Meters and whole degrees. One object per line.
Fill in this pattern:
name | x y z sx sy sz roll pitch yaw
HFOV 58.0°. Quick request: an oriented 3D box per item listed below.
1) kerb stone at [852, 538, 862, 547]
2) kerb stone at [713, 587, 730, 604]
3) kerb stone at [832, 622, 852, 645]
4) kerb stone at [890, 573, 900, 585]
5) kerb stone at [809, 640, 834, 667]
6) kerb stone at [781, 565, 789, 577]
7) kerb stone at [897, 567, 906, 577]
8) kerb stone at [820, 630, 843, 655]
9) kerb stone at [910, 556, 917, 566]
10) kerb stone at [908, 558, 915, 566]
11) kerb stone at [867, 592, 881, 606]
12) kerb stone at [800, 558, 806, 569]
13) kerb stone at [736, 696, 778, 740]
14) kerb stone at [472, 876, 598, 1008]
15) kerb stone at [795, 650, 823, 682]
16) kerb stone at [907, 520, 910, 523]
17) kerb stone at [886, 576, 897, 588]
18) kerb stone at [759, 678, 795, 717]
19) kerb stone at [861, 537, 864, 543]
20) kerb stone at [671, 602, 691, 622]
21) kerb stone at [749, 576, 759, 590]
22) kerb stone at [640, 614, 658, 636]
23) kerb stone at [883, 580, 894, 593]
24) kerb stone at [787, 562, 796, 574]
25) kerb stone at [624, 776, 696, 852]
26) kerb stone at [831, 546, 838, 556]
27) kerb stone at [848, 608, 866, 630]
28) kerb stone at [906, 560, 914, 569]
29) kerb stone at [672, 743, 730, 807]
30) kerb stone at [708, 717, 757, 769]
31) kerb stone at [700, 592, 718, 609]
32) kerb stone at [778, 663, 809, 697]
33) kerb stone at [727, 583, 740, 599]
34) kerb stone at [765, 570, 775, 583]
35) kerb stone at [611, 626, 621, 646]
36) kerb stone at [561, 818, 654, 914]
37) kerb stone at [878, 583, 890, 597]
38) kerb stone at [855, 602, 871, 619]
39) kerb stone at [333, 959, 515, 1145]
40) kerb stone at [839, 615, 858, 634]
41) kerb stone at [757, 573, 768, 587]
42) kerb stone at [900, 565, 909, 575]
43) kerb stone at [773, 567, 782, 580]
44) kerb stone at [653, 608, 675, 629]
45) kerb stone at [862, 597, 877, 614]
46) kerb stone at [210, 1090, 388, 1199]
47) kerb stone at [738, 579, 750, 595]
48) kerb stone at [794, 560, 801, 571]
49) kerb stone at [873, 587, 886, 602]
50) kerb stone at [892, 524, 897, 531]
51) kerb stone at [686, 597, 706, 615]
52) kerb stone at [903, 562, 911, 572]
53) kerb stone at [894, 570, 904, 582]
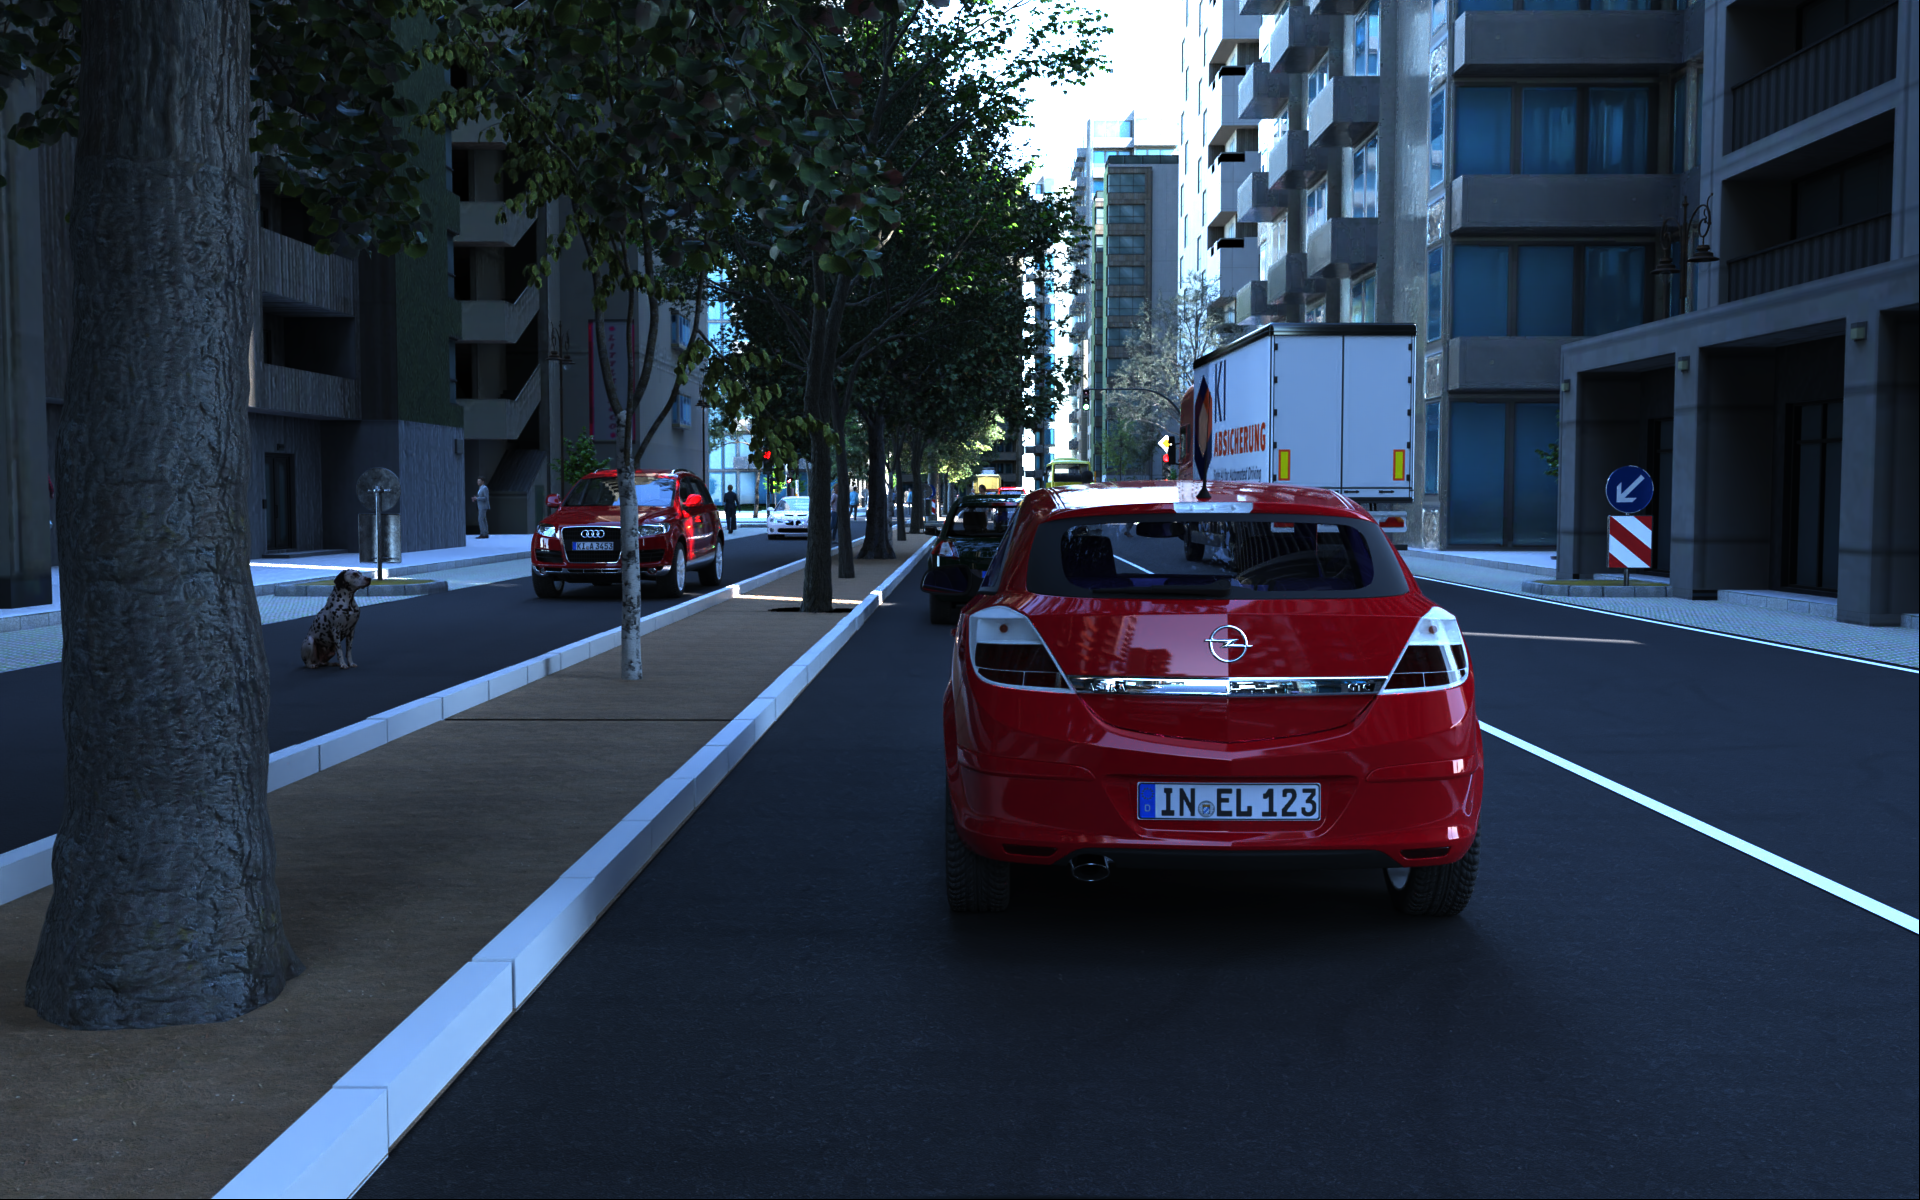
kerb stone | -2.903 -1.599 48.344 0.120 0.150 1.000 0 4 1
kerb stone | -3.188 -0.033 22.728 0.120 0.150 1.000 0 4 1
kerb stone | -1.155 0.347 16.549 0.120 0.150 1.000 0 4 1
kerb stone | -1.045 -0.282 26.816 0.120 0.150 1.000 0 4 1
kerb stone | -1.182 0.471 14.502 0.120 0.150 1.000 0 4 1
kerb stone | -3.110 -0.472 29.916 0.120 0.150 1.000 0 4 1
kerb stone | -1.019 -0.408 28.865 0.120 0.150 1.000 0 4 1
kerb stone | -1.169 0.408 15.526 0.120 0.150 1.000 0 4 1
kerb stone | -0.968 -0.722 34.000 0.120 0.150 1.000 0 4 1
kerb stone | -0.974 -0.659 32.978 0.120 0.150 1.000 0 4 1
kerb stone | -1.107 0.035 21.689 0.120 0.150 1.000 0 4 1
kerb stone | -3.075 -0.660 32.984 0.120 0.150 1.000 0 4 1
kerb stone | -1.229 0.725 10.400 0.120 0.150 1.000 0 4 1
kerb stone | -1.283 1.034 5.286 0.120 0.150 1.000 0 4 1
kerb stone | -1.195 0.533 13.480 0.120 0.150 1.000 0 4 1
kerb stone | -2.457 -4.016 87.862 0.120 0.150 1.000 0 4 1
kerb stone | -1.057 -0.220 25.794 0.120 0.150 1.000 0 4 1
kerb stone | -1.216 0.659 11.426 0.120 0.150 1.000 0 4 1
kerb stone | -2.892 -1.662 49.367 0.120 0.150 1.000 0 4 1
kerb stone | -3.222 0.159 19.646 0.120 0.150 1.000 0 4 1
kerb stone | -3.156 -0.221 25.802 0.120 0.150 1.000 0 4 1
kerb stone | -3.249 0.281 17.597 0.120 0.150 1.000 0 4 1
kerb stone | -1.060 -0.157 24.769 0.120 0.150 1.000 0 4 1
kerb stone | -3.094 -0.535 30.938 0.120 0.150 1.000 0 4 1
kerb stone | -1.270 0.912 7.332 0.120 0.150 1.000 0 4 1
kerb stone | -2.981 -1.161 41.175 0.120 0.150 1.000 0 4 1
kerb stone | -1.128 0.219 18.608 0.120 0.150 1.000 0 4 1
kerb stone | -0.982 -0.597 31.956 0.120 0.150 1.000 0 4 1
kerb stone | -1.253 0.851 8.354 0.120 0.150 1.000 0 4 1
kerb stone | -1.241 0.788 9.378 0.120 0.150 1.000 0 4 1
kerb stone | -3.202 0.032 21.699 0.120 0.150 1.000 0 4 1
kerb stone | -1.212 0.598 12.448 0.120 0.150 1.000 0 4 1
kerb stone | -3.176 -0.093 23.754 0.120 0.150 1.000 0 4 1
kerb stone | -3.130 -0.346 27.853 0.120 0.150 1.000 0 4 1
kerb stone | -3.254 0.349 16.569 0.120 0.150 1.000 0 4 1
kerb stone | -1.278 0.974 6.311 0.120 0.150 1.000 0 4 1
kerb stone | -1.082 -0.094 23.735 0.120 0.150 1.000 0 4 1
kerb stone | -1.127 0.160 19.635 0.120 0.150 1.000 0 4 1
kerb stone | -1.297 1.099 4.264 0.120 0.150 1.000 0 4 1
kerb stone | -1.152 0.283 17.571 0.120 0.150 1.000 0 4 1
kerb stone | -3.140 -0.282 26.831 0.120 0.150 1.000 0 4 1
kerb stone | -1.010 -0.471 29.901 0.120 0.150 1.000 0 4 1
kerb stone | -3.121 -0.407 28.887 0.120 0.150 1.000 0 4 1
kerb stone | -3.237 0.220 18.624 0.120 0.150 1.000 0 4 1
kerb stone | -1.112 0.098 20.660 0.120 0.150 1.000 0 4 1
kerb stone | -1.302 1.159 3.241 0.120 0.150 1.000 0 4 1
kerb stone | -3.164 -0.158 24.776 0.120 0.150 1.000 0 4 1
kerb stone | -3.086 -0.597 31.959 0.120 0.150 1.000 0 4 1
kerb stone | -1.092 -0.032 22.711 0.120 0.150 1.000 0 4 1
kerb stone | -2.637 -3.036 71.900 0.120 0.150 1.000 0 4 1
kerb stone | -3.207 0.093 20.671 0.120 0.150 1.000 0 4 1
kerb stone | -0.994 -0.532 30.928 0.120 0.150 1.000 0 4 1
kerb stone | -1.030 -0.343 27.838 0.120 0.150 1.000 0 4 1
